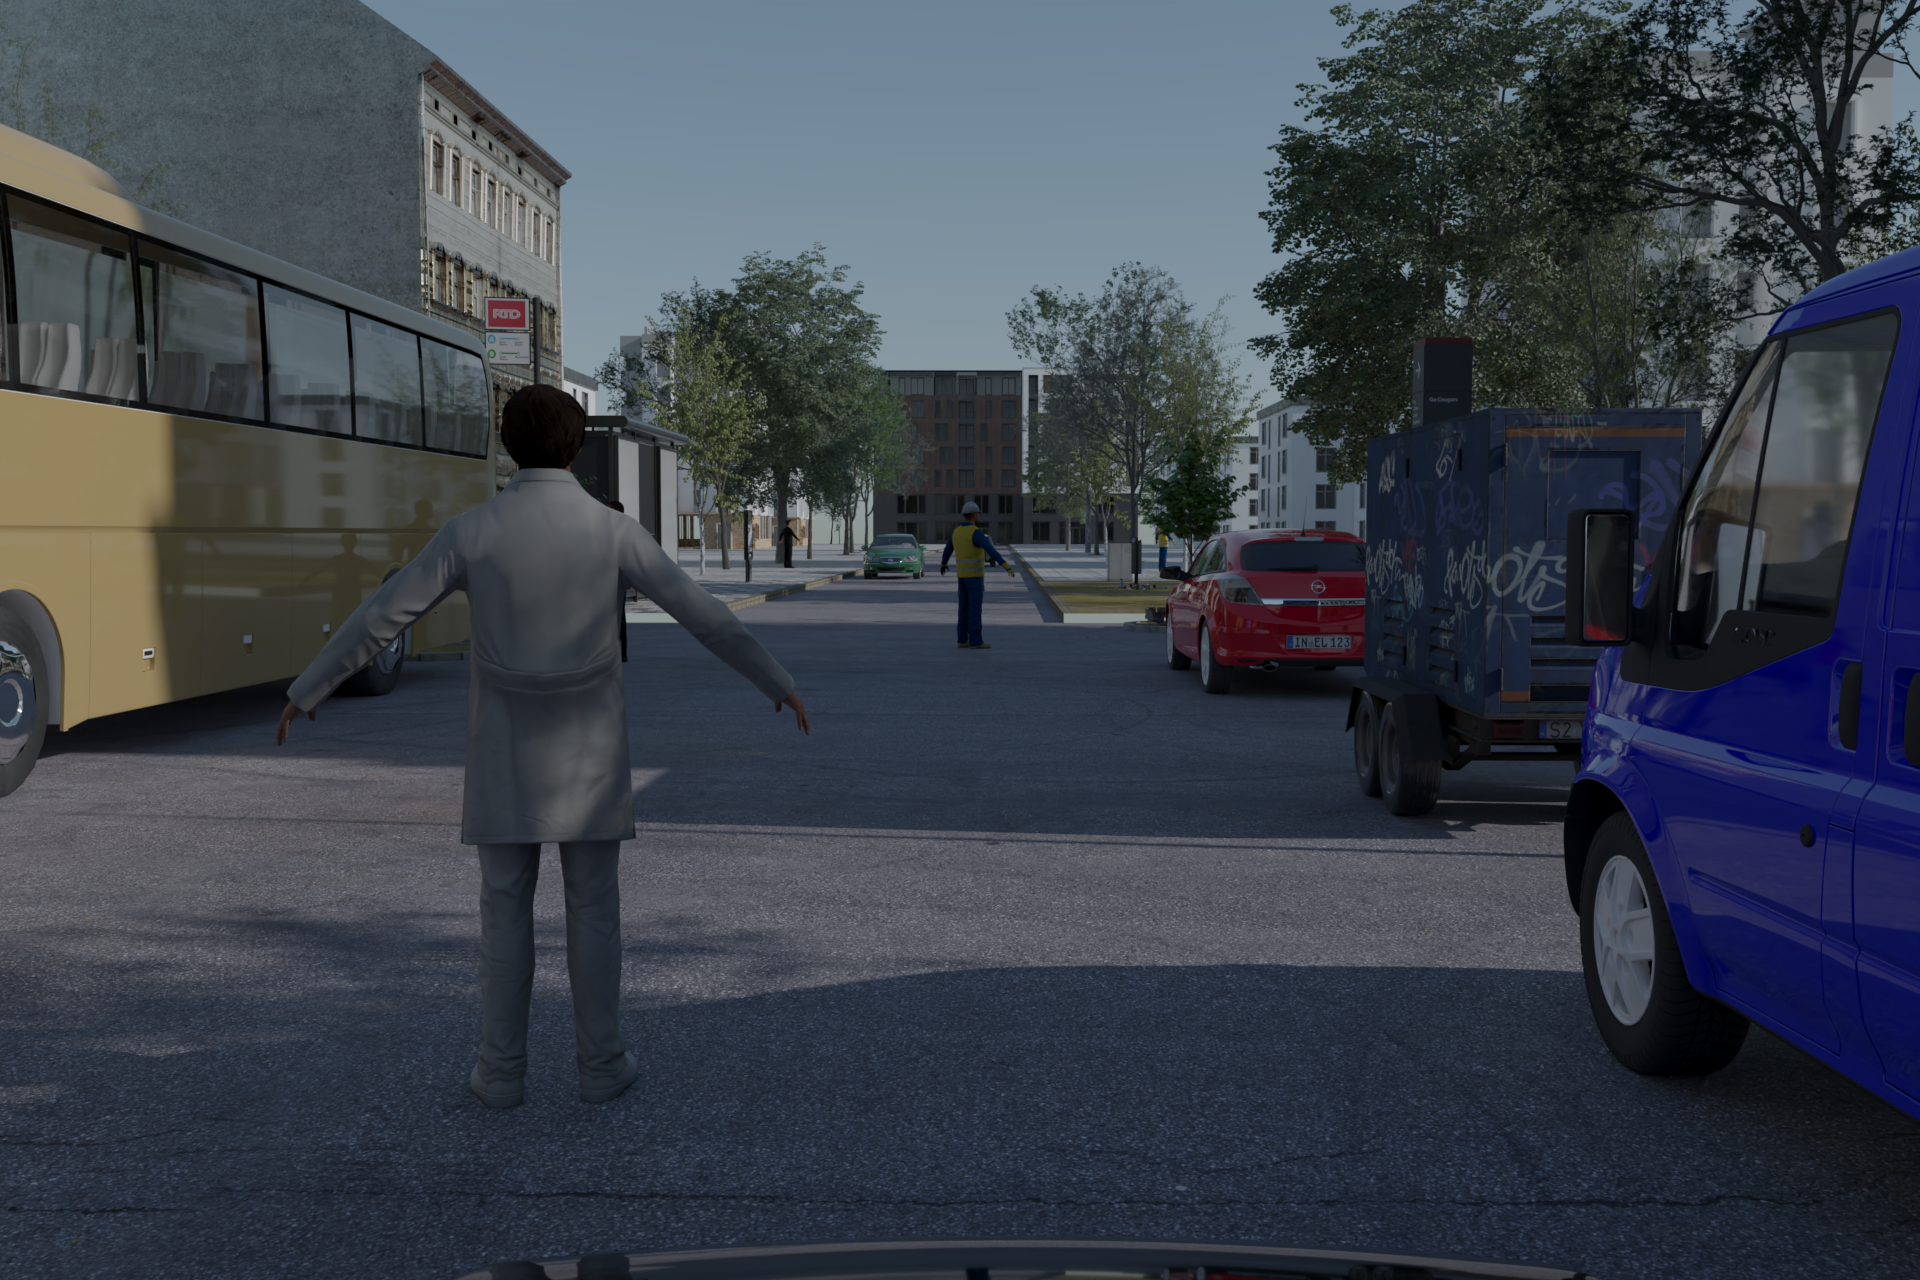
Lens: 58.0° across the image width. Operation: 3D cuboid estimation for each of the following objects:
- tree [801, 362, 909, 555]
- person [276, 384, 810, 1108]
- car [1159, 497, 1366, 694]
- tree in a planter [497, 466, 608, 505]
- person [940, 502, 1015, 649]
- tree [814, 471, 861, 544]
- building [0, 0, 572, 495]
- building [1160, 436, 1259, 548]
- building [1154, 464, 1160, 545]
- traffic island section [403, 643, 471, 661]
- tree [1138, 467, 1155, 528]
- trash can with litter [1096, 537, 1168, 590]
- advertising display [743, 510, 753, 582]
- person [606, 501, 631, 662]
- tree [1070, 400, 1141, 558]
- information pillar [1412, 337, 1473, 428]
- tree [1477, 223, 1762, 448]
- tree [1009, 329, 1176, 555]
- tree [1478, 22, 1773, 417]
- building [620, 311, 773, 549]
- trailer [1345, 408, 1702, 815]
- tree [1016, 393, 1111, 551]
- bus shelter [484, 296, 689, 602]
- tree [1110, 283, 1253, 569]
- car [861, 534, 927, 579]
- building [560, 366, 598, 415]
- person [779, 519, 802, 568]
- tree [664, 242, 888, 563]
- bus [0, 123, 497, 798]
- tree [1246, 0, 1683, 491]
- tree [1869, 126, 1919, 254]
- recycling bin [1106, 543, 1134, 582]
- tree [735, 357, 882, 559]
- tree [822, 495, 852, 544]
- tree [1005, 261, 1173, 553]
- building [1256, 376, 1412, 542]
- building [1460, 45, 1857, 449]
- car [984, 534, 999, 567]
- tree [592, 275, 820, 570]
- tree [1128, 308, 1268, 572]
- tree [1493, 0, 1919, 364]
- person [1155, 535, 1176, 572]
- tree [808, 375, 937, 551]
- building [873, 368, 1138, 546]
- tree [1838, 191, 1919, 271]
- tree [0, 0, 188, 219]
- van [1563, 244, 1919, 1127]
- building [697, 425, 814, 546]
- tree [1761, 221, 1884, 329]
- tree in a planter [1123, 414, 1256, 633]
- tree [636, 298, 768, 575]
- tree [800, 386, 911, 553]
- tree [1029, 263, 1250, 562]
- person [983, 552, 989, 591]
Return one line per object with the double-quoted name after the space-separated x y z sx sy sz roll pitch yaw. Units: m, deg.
-6.889 -10.907 104.091 9.928 11.665 9.643 0 3 0 "tree"
-1.048 0.259 4.413 1.347 1.806 0.705 -1 4 -10 "person"
3.090 -0.488 17.021 2.155 1.783 4.494 0 4 0 "car"
-6.244 -1.741 25.690 1.991 3.239 1.994 0 4 2 "tree in a planter"
0.155 -0.813 21.725 0.705 1.833 1.349 -3 5 -41 "person"
-16.053 -17.451 219.740 7.601 10.594 8.767 1 4 10 "tree"
-26.148 -14.259 64.056 19.493 23.208 18.063 0 4 1 "building"
24.397 -13.484 162.614 9.099 9.664 28.070 0 4 1 "building"
27.110 -15.226 191.096 9.099 9.664 28.070 0 4 1 "building"
-6.398 0.145 20.501 1.991 0.108 1.994 0 4 1 "traffic island section"
26.581 -18.785 225.266 7.486 12.596 7.792 0 3 0 "tree"
4.038 -1.798 40.456 1.678 1.210 2.233 0 4 2 "trash can with litter"
-5.678 -2.524 46.476 0.123 1.923 0.974 0 4 0 "advertising display"
-3.885 -0.658 19.445 0.704 1.802 1.346 -1 4 -14 "person"
7.806 -8.679 92.270 4.737 8.622 4.395 0 3 0 "tree"
6.428 -2.067 23.173 0.750 3.857 0.750 0 4 1 "information pillar"
17.945 -6.883 46.955 8.767 10.594 7.601 0 4 5 "tree"
8.118 -11.837 103.899 12.009 13.543 11.850 0 3 0 "tree"
9.869 -4.599 25.554 4.360 8.622 3.978 0 3 0 "tree"
-22.567 -17.804 147.510 16.016 20.090 11.380 0 4 0 "building"
2.926 -0.169 9.814 1.471 1.999 3.904 0 4 2 "trailer"
8.184 -13.194 133.845 7.486 12.596 7.792 0 3 0 "tree"
-6.883 -3.327 32.032 2.179 5.291 8.768 0 4 1 "bus shelter"
6.885 -6.128 50.548 4.360 8.622 3.978 0 3 0 "tree"
-2.122 -2.736 56.534 2.131 1.459 4.920 0 4 1 "car"
-24.218 -9.309 94.356 9.099 9.664 28.070 0 4 0 "building"
-6.409 -3.608 64.931 0.705 1.837 1.347 -3 5 -43 "person"
-7.917 -10.335 75.634 9.857 13.997 8.962 0 3 0 "tree"
-6.308 -1.283 12.529 2.896 3.916 12.252 0 4 1 "bus"
10.552 -8.015 37.699 9.857 13.997 8.962 0 3 0 "tree"
17.386 -4.809 28.982 4.737 8.622 4.395 0 3 0 "tree"
4.324 -2.096 46.824 0.722 1.027 0.722 0 4 1 "recycling bin"
-7.727 -9.347 87.241 8.767 10.594 7.601 1 4 11 "tree"
-16.036 -16.892 226.549 4.737 8.622 4.395 0 3 0 "tree"
10.312 -16.081 118.811 12.611 20.169 13.585 0 3 0 "tree"
24.535 -9.952 104.866 9.099 9.664 28.070 0 4 1 "building"
26.797 -13.281 73.567 16.016 20.090 11.380 0 4 2 "building"
0.728 -4.106 76.923 2.009 1.686 4.222 0 4 0 "car"
-8.667 -7.834 62.506 7.601 10.594 8.767 3 5 44 "tree"
7.664 -6.519 56.952 4.737 8.622 4.395 0 3 0 "tree"
9.195 -5.052 17.010 8.767 10.594 7.601 3 4 38 "tree"
6.936 -3.187 58.568 0.721 1.772 1.216 -2 4 -25 "person"
-6.847 -13.331 128.331 12.009 13.543 11.850 0 3 0 "tree"
5.336 -23.146 224.861 32.646 21.610 27.936 0 4 -1 "building"
19.087 -5.139 34.383 4.737 8.622 4.395 0 3 0 "tree"
-12.797 -4.383 22.017 4.360 8.622 3.978 0 3 0 "tree"
2.651 0.094 2.844 2.240 2.365 5.245 0 4 1 "van"
-22.040 -20.120 185.386 16.016 20.090 11.380 0 4 2 "building"
20.426 -5.504 40.355 4.360 8.622 3.978 0 3 0 "tree"
3.479 -1.757 25.955 1.991 3.239 1.994 0 4 1 "tree in a planter"
-8.021 -6.327 53.814 4.737 8.622 4.395 0 3 0 "tree"
-7.219 -11.668 116.523 9.928 11.665 9.643 0 3 0 "tree"
7.955 -10.275 78.369 12.009 13.543 11.850 0 3 0 "tree"
0.460 -1.925 43.204 0.599 1.433 0.991 2 4 31 "person"
